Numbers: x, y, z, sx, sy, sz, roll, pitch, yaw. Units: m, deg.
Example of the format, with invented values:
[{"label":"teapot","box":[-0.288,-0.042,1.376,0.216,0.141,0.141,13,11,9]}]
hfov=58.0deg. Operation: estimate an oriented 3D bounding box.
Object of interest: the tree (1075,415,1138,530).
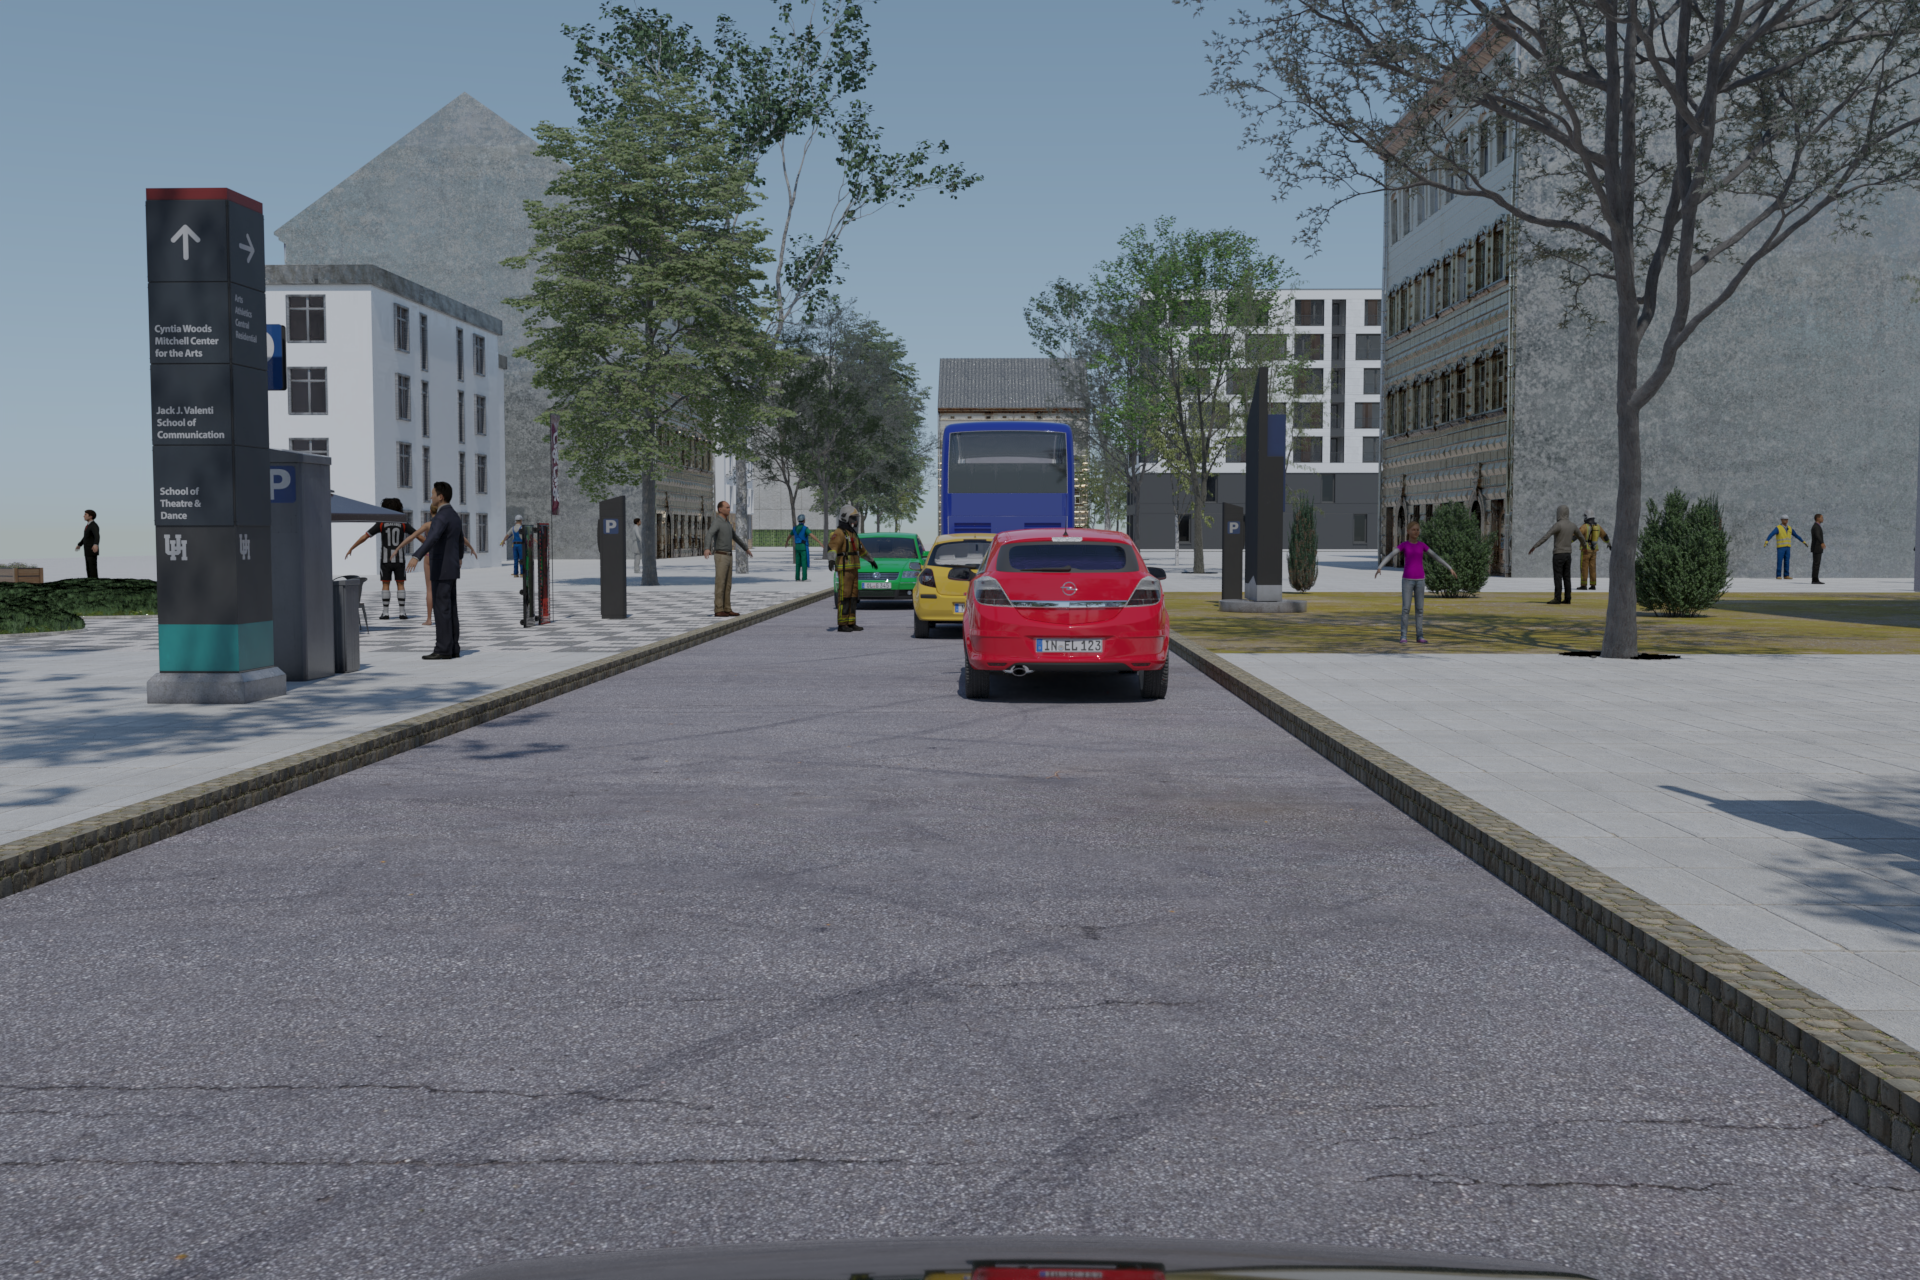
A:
[{"label":"tree","box":[9.238,-9.432,104.579,4.360,8.622,3.978,0,3,0]}]

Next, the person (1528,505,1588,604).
[{"label":"person","box":[10.980,-1.560,31.640,1.348,1.813,0.705,-2,4,-23]}]

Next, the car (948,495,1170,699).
[{"label":"car","box":[0.946,-0.461,16.579,2.155,1.783,4.494,0,4,1]}]

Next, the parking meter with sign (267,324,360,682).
[{"label":"parking meter with sign","box":[-5.853,-1.165,15.304,0.543,3.016,1.738,0,4,2]}]

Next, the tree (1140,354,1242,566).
[{"label":"tree","box":[8.884,-7.280,69.385,4.737,8.622,4.395,0,3,0]}]

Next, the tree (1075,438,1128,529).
[{"label":"tree","box":[9.838,-10.707,125.425,4.737,8.622,4.395,0,3,0]}]

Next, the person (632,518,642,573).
[{"label":"person","box":[-10.518,-3.085,56.630,0.705,1.806,1.347,-1,4,-20]}]

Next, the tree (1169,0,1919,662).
[{"label":"tree","box":[6.968,-6.551,17.476,12.009,13.543,11.850,0,3,0]}]

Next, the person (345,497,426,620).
[{"label":"person","box":[-8.500,-1.211,25.949,1.345,1.843,0.704,-1,4,-22]}]

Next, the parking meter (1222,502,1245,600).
[{"label":"parking meter","box":[5.007,-1.591,31.720,0.399,1.863,0.255,0,4,2]}]

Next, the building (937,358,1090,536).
[{"label":"building","box":[6.539,-23.328,214.805,18.063,23.208,19.493,0,4,1]}]

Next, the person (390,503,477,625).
[{"label":"person","box":[-7.402,-1.078,24.422,1.217,1.733,0.721,-2,4,-31]}]

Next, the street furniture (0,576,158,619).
[{"label":"street furniture","box":[-15.714,-0.901,30.364,10.072,0.657,5.734,2,4,35]}]

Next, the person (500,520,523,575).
[{"label":"person","box":[-13.776,-2.900,53.872,0.721,1.772,1.216,3,5,39]}]

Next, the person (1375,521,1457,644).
[{"label":"person","box":[5.319,-0.672,20.251,0.991,1.433,0.599,0,4,-6]}]

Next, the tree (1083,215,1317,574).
[{"label":"tree","box":[7.739,-7.961,55.925,9.928,11.665,9.643,0,3,0]}]

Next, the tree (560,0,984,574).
[{"label":"tree","box":[-5.712,-12.163,54.756,12.611,20.169,13.585,0,3,0]}]

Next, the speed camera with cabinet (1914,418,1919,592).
[{"label":"speed camera with cabinet","box":[3.998,-0.698,5.752,0.660,3.252,2.038,0,4,1]}]

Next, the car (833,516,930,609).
[{"label":"car","box":[-1.482,-1.577,34.578,1.959,1.807,4.718,0,4,2]}]

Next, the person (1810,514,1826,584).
[{"label":"person","box":[21.990,-2.333,44.364,0.704,1.802,1.346,1,4,22]}]

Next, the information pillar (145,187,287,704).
[{"label":"information pillar","box":[-5.758,-1.465,13.334,0.750,3.857,0.750,0,4,2]}]

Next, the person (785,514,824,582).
[{"label":"person","box":[-4.236,-2.476,46.602,1.347,1.817,0.704,2,4,35]}]

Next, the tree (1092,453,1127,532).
[{"label":"tree","box":[19.869,-18.077,213.686,7.486,12.596,7.792,0,3,0]}]

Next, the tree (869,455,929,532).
[{"label":"tree","box":[-7.579,-18.251,216.535,7.486,12.596,7.792,0,3,0]}]

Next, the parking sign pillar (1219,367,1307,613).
[{"label":"parking sign pillar","box":[5.026,-2.456,28.629,1.447,3.967,1.447,0,4,0]}]

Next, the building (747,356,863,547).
[{"label":"building","box":[-20.234,-19.658,187.868,16.747,18.905,31.486,0,4,2]}]

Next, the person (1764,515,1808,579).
[{"label":"person","box":[23.300,-2.629,48.951,1.349,1.833,0.705,-1,4,-9]}]

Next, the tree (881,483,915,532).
[{"label":"tree","box":[-7.536,-15.851,209.532,4.737,8.622,4.395,0,3,0]}]

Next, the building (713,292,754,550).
[{"label":"building","box":[-23.114,-17.134,136.566,16.016,20.090,11.380,0,4,1]}]

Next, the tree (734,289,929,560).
[{"label":"tree","box":[-6.601,-10.755,86.212,12.009,13.543,11.850,0,3,0]}]

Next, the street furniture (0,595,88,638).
[{"label":"street furniture","box":[-14.627,-0.218,19.194,5.734,0.657,10.072,1,4,14]}]

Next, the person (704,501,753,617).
[{"label":"person","box":[-3.646,-1.261,26.885,0.705,1.796,1.348,2,4,23]}]

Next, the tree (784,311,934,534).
[{"label":"tree","box":[-6.182,-11.892,101.090,9.857,13.997,8.962,0,3,0]}]

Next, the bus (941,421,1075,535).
[{"label":"bus","box":[1.047,-2.883,38.681,2.896,3.916,12.251,0,4,1]}]

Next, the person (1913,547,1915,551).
[{"label":"person","box":[21.662,-2.006,38.571,0.705,1.856,1.354,0,4,4]}]

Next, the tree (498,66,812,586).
[{"label":"tree","box":[-7.457,-7.604,42.448,7.486,12.596,7.792,0,3,0]}]

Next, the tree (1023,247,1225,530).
[{"label":"tree","box":[11.014,-15.756,113.492,12.611,20.169,13.585,0,3,0]}]

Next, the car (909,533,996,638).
[{"label":"car","box":[0.236,-0.918,25.238,2.015,1.641,3.980,0,4,1]}]

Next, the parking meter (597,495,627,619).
[{"label":"parking meter","box":[-5.267,-1.254,26.215,0.399,1.863,0.255,0,4,0]}]

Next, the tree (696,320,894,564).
[{"label":"tree","box":[-7.063,-8.566,74.472,8.767,10.594,7.601,-1,4,-8]}]

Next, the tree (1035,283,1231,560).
[{"label":"tree","box":[8.637,-10.672,84.860,12.009,13.543,11.850,0,3,0]}]

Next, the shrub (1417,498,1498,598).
[{"label":"shrub","box":[9.900,-1.855,34.749,1.690,2.028,1.600,0,3,0]}]

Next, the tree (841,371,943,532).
[{"label":"tree","box":[-5.853,-13.160,125.534,12.009,13.543,11.850,0,3,0]}]

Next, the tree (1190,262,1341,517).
[{"label":"tree","box":[8.360,-5.924,47.217,4.360,8.622,3.978,0,3,0]}]

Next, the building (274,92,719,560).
[{"label":"building","box":[-24.351,-16.193,95.683,19.493,23.208,18.063,0,4,2]}]

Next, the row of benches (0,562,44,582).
[{"label":"row of benches","box":[-22.001,-1.441,39.017,4.104,0.672,1.422,3,4,36]}]

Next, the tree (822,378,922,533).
[{"label":"tree","box":[-6.200,-11.380,111.815,9.928,11.665,9.643,0,3,0]}]

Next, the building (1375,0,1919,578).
[{"label":"building","box":[25.582,-13.934,58.758,19.493,23.208,18.063,0,4,2]}]

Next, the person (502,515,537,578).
[{"label":"person","box":[-12.972,-2.763,51.031,1.347,1.847,0.705,1,4,21]}]

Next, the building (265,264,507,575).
[{"label":"building","box":[-22.491,-7.709,68.187,9.099,9.664,28.070,0,4,1]}]

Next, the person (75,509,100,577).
[{"label":"person","box":[-18.628,-1.889,37.071,0.705,1.806,1.347,-3,5,-42]}]

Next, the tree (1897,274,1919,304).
[{"label":"tree","box":[19.052,-4.973,31.673,4.360,8.622,3.978,0,3,0]}]

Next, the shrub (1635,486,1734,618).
[{"label":"shrub","box":[11.108,-1.369,26.804,1.690,2.028,1.600,0,3,0]}]

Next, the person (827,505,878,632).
[{"label":"person","box":[-1.622,-1.052,25.430,0.705,1.858,1.354,2,4,26]}]

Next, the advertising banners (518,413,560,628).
[{"label":"advertising banners","box":[-5.913,-1.732,24.513,0.090,3.025,2.074,0,4,2]}]

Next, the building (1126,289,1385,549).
[{"label":"building","box":[29.244,-19.372,160.704,27.936,21.610,32.646,0,4,1]}]

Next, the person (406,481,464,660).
[{"label":"person","box":[-5.326,-0.718,17.788,0.704,1.823,1.345,0,4,4]}]

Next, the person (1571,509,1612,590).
[{"label":"person","box":[14.384,-2.073,39.670,1.354,1.858,0.705,-1,4,-16]}]
